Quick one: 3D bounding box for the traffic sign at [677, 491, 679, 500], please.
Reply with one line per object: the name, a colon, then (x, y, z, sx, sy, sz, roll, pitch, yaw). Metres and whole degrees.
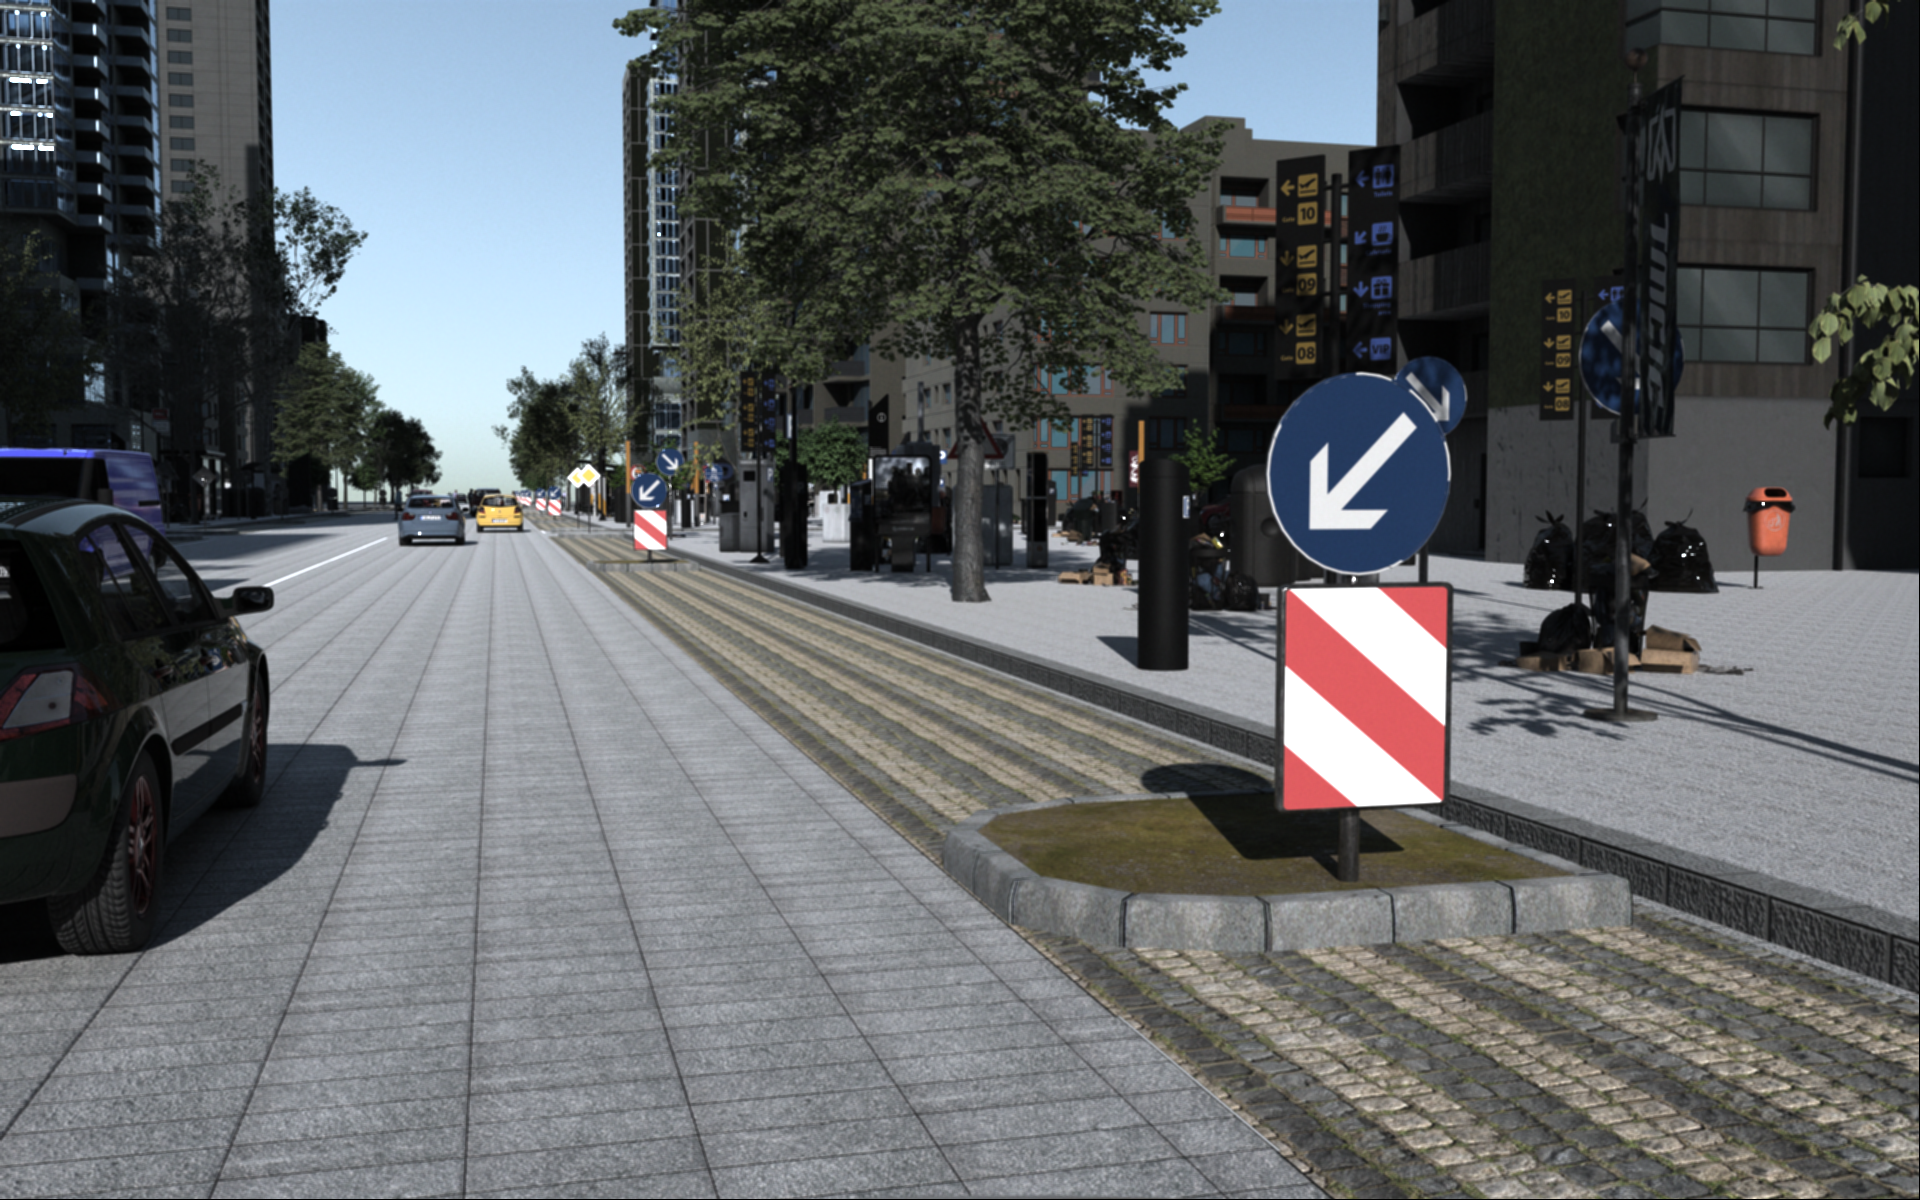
traffic sign: (-14.857, -5.571, 91.195, 0.768, 2.556, 0.104, -1, 4, -11)

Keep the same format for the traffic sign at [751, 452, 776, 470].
traffic sign: (-5.751, -3.091, 50.647, 0.768, 2.556, 0.104, 0, 4, -8)

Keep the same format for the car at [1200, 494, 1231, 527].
car: (10.648, -3.513, 66.481, 4.494, 1.783, 2.155, -1, 4, -16)

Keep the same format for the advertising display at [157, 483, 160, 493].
advertising display: (-40.099, -4.925, 85.744, 0.974, 1.923, 0.123, 0, 4, -2)

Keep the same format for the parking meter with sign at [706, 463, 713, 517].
parking meter with sign: (-13.545, -6.184, 97.363, 0.543, 3.016, 1.738, 2, 4, 27)

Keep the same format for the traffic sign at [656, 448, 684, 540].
traffic sign: (-8.039, -2.934, 48.082, 0.768, 2.556, 0.104, -1, 4, -13)

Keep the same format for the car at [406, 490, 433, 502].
car: (-46.276, -8.552, 148.502, 2.281, 1.827, 5.304, -1, 4, -13)

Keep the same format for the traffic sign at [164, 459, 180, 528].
traffic sign: (-29.680, -3.966, 64.848, 0.884, 2.594, 0.081, 0, 4, -8)

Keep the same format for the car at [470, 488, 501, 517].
car: (-30.210, -6.250, 110.862, 2.281, 1.827, 5.304, -1, 4, -14)

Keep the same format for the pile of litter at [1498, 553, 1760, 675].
pile of litter: (4.881, 0.079, 12.672, 1.719, 0.858, 1.176, 2, 4, 31)

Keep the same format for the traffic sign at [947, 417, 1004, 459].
traffic sign: (0.230, -1.610, 26.333, 0.884, 2.594, 0.081, -1, 4, -12)

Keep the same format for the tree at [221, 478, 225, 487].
tree: (-48.901, -7.299, 113.940, 1.663, 3.219, 1.824, 0, 3, 0)

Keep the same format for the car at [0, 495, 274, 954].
car: (-3.738, 0.197, 6.567, 2.009, 1.686, 4.222, -1, 4, -15)

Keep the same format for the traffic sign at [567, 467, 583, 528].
traffic sign: (-14.228, -3.723, 64.510, 0.795, 2.450, 0.064, -1, 4, -15)

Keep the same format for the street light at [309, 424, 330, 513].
street light: (-42.713, -8.743, 115.483, 1.470, 5.913, 1.316, -1, 4, -15)

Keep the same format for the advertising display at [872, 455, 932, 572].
advertising display: (-0.945, -1.420, 28.427, 0.974, 1.923, 0.123, 0, 3, 0)

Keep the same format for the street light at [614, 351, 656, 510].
street light: (-10.559, -5.138, 56.547, 1.470, 5.913, 1.316, -1, 4, -15)

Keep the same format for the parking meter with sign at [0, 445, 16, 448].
parking meter with sign: (-33.607, -3.947, 60.796, 0.543, 3.016, 1.738, -1, 4, -16)

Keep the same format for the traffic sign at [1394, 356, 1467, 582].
traffic sign: (4.319, -0.978, 16.100, 0.768, 2.556, 0.104, -1, 4, -12)

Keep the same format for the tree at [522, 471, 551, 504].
tree: (-56.463, -15.368, 234.974, 4.285, 4.588, 4.351, 0, 3, 0)

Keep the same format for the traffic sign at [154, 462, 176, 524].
traffic sign: (-24.630, -3.049, 53.497, 0.795, 2.450, 0.064, -1, 4, -15)

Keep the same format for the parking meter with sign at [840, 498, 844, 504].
parking meter with sign: (-6.143, -5.882, 92.437, 0.543, 3.016, 1.738, 0, 4, 3)

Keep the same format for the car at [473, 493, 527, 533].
car: (-17.542, -3.413, 66.031, 2.015, 1.641, 3.980, -1, 4, -15)

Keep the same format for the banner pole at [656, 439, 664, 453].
banner pole: (-13.557, -5.401, 78.327, 0.401, 3.779, 0.863, 1, 4, 19)

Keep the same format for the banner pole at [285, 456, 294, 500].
banner pole: (-44.145, -7.592, 114.149, 0.863, 3.779, 0.401, -1, 4, -16)

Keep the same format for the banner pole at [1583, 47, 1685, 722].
banner pole: (3.792, -1.197, 9.596, 0.401, 3.779, 0.863, 0, 4, 0)

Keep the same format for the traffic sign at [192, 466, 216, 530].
traffic sign: (-26.692, -3.521, 61.212, 0.795, 2.450, 0.064, -1, 4, -15)

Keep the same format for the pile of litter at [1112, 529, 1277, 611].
pile of litter: (2.706, -0.328, 19.336, 1.719, 0.858, 1.176, 1, 4, 19)

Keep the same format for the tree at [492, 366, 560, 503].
tree: (-62.188, -24.370, 254.338, 12.611, 20.169, 13.585, 0, 3, 0)

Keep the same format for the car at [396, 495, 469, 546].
car: (-15.001, -2.279, 49.271, 2.014, 1.417, 4.499, -1, 4, -15)

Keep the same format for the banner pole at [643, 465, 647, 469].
banner pole: (-23.911, -8.670, 131.766, 0.401, 3.779, 0.863, 1, 4, 13)

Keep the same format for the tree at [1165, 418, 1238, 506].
tree: (5.952, -3.028, 44.112, 1.663, 3.219, 1.824, 0, 3, 0)

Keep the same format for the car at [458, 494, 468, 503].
car: (-77.452, -15.885, 268.758, 2.155, 1.783, 4.494, -1, 4, -14)

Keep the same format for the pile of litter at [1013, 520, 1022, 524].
pile of litter: (1.950, -3.680, 74.132, 1.176, 0.858, 1.719, -2, 4, -31)

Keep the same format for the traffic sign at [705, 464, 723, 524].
traffic sign: (-10.400, -4.475, 73.276, 0.768, 2.556, 0.104, -1, 4, -9)

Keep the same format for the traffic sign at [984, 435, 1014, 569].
traffic sign: (0.632, -1.668, 29.394, 0.606, 2.300, 0.079, -1, 4, -12)

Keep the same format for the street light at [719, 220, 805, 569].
street light: (-3.346, -3.472, 29.312, 1.470, 5.913, 1.316, -1, 4, -15)

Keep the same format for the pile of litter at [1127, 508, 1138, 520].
pile of litter: (5.630, -2.424, 53.595, 1.176, 0.858, 1.719, 1, 4, 19)

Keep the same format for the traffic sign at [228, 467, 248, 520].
traffic sign: (-35.074, -5.148, 84.167, 0.884, 2.594, 0.081, -1, 4, -14)

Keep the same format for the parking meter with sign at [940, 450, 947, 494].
parking meter with sign: (-0.805, -4.394, 68.109, 0.543, 3.016, 1.738, 0, 4, 2)

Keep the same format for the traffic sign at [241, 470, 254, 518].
traffic sign: (-37.419, -5.553, 90.892, 0.768, 2.556, 0.104, 0, 4, -5)

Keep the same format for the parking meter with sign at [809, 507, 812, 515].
parking meter with sign: (-9.286, -6.614, 104.401, 1.738, 3.016, 0.543, -1, 4, -11)

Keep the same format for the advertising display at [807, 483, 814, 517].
advertising display: (-8.465, -5.485, 94.890, 0.974, 1.923, 0.123, -1, 4, -12)

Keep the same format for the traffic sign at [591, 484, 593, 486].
traffic sign: (-24.311, -7.047, 115.224, 0.884, 2.594, 0.081, 0, 4, -7)

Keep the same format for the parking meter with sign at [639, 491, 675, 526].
parking meter with sign: (-12.265, -4.498, 69.798, 0.543, 3.016, 1.738, 2, 4, 26)

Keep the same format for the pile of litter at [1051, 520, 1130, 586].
pile of litter: (1.995, -0.663, 24.807, 1.176, 0.858, 1.719, 0, 4, -4)

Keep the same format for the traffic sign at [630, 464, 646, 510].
traffic sign: (-13.843, -4.553, 74.554, 0.768, 2.556, 0.104, -1, 4, -13)

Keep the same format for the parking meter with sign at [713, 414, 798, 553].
parking meter with sign: (-4.466, -2.556, 38.047, 1.738, 3.016, 0.543, 1, 4, 21)

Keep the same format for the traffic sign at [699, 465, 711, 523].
traffic sign: (-11.305, -4.722, 77.310, 0.768, 2.556, 0.104, -1, 4, -14)

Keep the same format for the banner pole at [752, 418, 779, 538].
banner pole: (-5.645, -3.671, 50.038, 0.863, 3.779, 0.401, -2, 4, -33)

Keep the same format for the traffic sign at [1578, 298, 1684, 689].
traffic sign: (4.348, -0.687, 11.334, 0.768, 2.556, 0.104, -1, 4, -13)

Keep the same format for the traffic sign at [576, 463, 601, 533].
traffic sign: (-12.166, -3.251, 56.795, 0.795, 2.450, 0.064, -1, 4, -15)
